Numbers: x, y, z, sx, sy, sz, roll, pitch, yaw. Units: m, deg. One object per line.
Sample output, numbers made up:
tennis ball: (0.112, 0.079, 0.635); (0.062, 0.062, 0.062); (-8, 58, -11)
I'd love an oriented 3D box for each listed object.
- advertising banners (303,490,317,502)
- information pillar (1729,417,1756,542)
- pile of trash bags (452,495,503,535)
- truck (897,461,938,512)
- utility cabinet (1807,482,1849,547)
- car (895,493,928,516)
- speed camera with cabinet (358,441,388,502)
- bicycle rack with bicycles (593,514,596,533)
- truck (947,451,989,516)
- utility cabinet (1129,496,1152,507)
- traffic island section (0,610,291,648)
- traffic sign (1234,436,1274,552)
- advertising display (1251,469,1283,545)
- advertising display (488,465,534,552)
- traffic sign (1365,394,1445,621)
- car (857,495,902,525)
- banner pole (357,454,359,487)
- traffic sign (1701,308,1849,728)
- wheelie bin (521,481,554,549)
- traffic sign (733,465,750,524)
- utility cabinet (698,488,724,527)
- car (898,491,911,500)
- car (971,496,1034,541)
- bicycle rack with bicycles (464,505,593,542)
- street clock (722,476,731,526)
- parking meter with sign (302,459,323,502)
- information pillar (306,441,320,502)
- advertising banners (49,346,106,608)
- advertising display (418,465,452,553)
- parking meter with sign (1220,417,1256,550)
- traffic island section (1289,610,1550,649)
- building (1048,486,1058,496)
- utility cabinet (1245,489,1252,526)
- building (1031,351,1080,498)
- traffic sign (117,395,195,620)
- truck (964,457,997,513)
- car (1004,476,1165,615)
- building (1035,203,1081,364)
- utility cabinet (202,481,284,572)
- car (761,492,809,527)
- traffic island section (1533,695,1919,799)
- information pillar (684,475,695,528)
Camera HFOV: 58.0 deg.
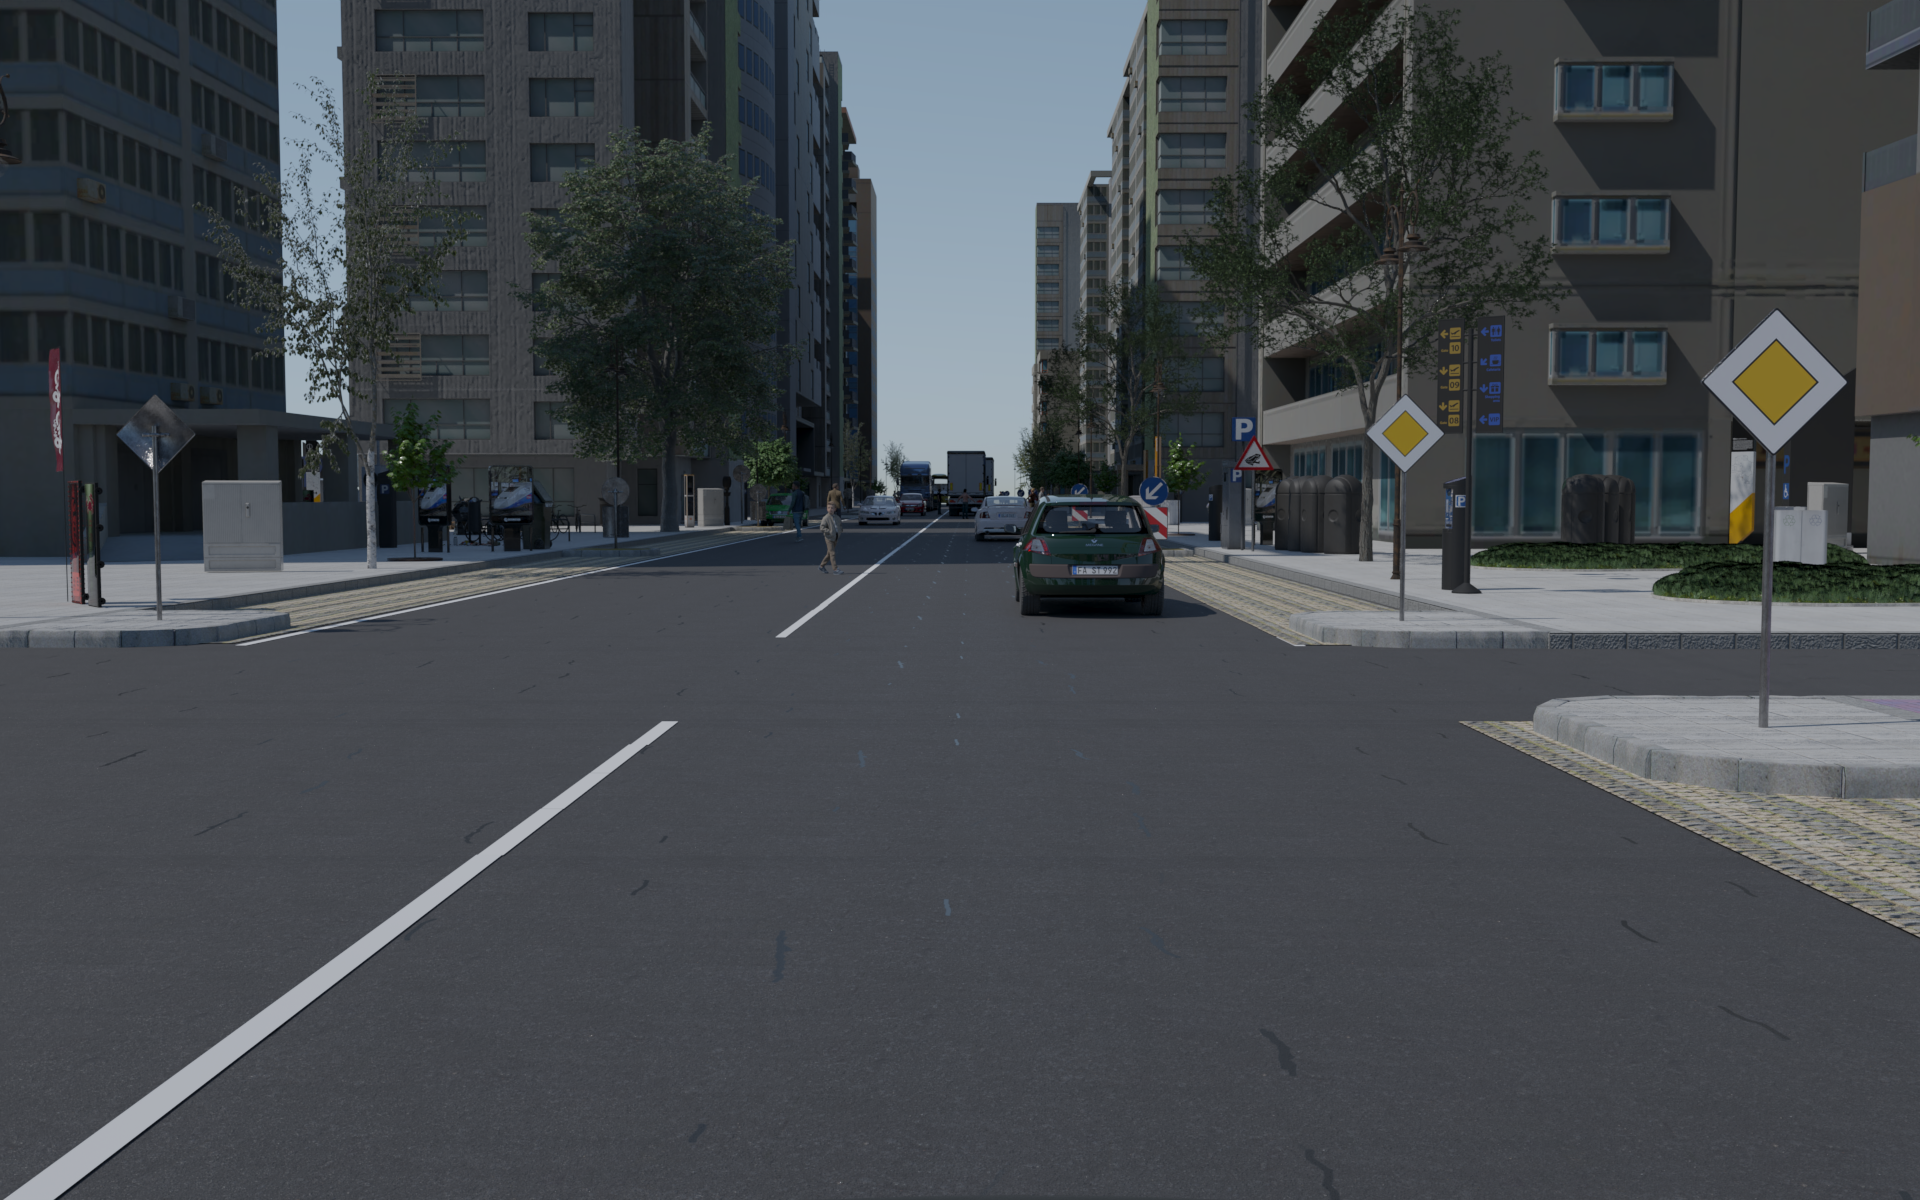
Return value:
advertising banners: (-20.940, -3.514, 53.648); (2.074, 3.025, 0.090); (0, 4, 5)
information pillar: (15.362, -2.608, 33.990); (0.183, 3.616, 0.504); (-2, 4, -32)
pile of trash bags: (-15.678, -2.759, 54.868); (3.447, 1.369, 1.912); (0, 4, 8)
truck: (-3.368, -9.623, 147.092); (2.967, 4.110, 18.799); (0, 4, 2)
utility cabinet: (16.455, -1.477, 32.836); (1.173, 1.500, 0.318); (-3, 5, -42)
car: (-3.193, -6.437, 114.293); (2.155, 1.783, 4.494); (0, 4, 1)
speed camera with cabinet: (-19.121, -3.699, 54.821); (2.038, 3.252, 0.660); (1, 4, 12)
bicycle rack with bicycles: (-13.306, -2.695, 57.441); (2.852, 0.926, 2.925); (-2, 4, -27)
truck: (0.510, -7.852, 117.296); (2.839, 4.237, 11.283); (0, 4, 1)
utility cabinet: (6.713, -3.230, 63.975); (1.020, 1.237, 0.306); (3, 5, 43)
traffic island section: (-8.155, 0.286, 17.601); (2.009, 0.180, 2.903); (0, 4, 0)
traffic sign: (6.530, -2.358, 38.560); (0.884, 2.594, 0.081); (0, 4, 1)
advertising display: (7.726, -2.348, 43.600); (0.974, 1.923, 0.123); (-2, 4, -34)
advertising display: (-10.023, -2.048, 38.705); (0.974, 1.923, 0.123); (-2, 4, -26)
traffic sign: (4.462, -0.844, 17.440); (0.795, 2.450, 0.064); (0, 4, 0)
car: (-3.760, -4.215, 81.275); (2.083, 1.381, 4.827); (0, 4, 0)
banner pole: (-26.371, -5.253, 75.905); (0.401, 3.779, 0.863); (-3, 5, -42)
traffic sign: (4.412, -0.355, 9.455); (0.795, 2.450, 0.064); (0, 4, 0)
wheelie bin: (-9.893, -1.982, 40.309); (0.693, 1.594, 0.980); (0, 4, 4)
traffic sign: (-9.475, -4.590, 75.160); (0.768, 2.556, 0.104); (0, 4, 1)
utility cabinet: (-9.732, -3.610, 67.695); (0.318, 1.500, 1.173); (2, 4, 34)
car: (-3.756, -7.439, 131.412); (2.009, 1.686, 4.222); (0, 4, -2)
car: (1.394, -2.544, 53.957); (2.083, 1.381, 4.827); (0, 3, 0)
bicycle rack with bicycles: (-12.031, -2.055, 46.977); (2.925, 0.926, 2.852); (-3, 5, -40)
street clock: (-9.459, -4.022, 70.334); (0.358, 2.002, 0.471); (1, 4, 11)
parking meter with sign: (-31.407, -5.440, 85.197); (1.738, 3.016, 0.543); (-1, 4, -20)
information pillar: (-24.319, -4.509, 65.081); (0.504, 3.616, 0.183); (-1, 4, -11)
advertising banners: (-10.300, -1.466, 20.158); (0.090, 3.025, 2.074); (-3, 5, -40)
advertising display: (-11.546, -2.010, 38.074); (0.974, 1.923, 0.123); (2, 4, 33)
parking meter with sign: (6.383, -2.686, 40.182); (0.543, 3.016, 1.738); (0, 4, -3)
traffic island section: (4.486, 0.291, 17.517); (2.009, 0.180, 2.903); (0, 4, 0)
building: (26.303, -30.863, 196.485); (32.217, 40.220, 23.993); (0, 4, 0)
utility cabinet: (11.284, -3.689, 68.986); (0.318, 1.500, 1.173); (3, 4, 37)
building: (23.572, -23.167, 223.821); (27.650, 21.520, 28.899); (0, 4, 0)
traffic sign: (-8.131, -0.850, 17.540); (0.795, 2.450, 0.064); (0, 4, 0)
truck: (1.440, -9.031, 136.565); (2.839, 4.237, 11.283); (0, 4, 2)
car: (1.566, -0.738, 21.854); (2.009, 1.686, 4.222); (0, 4, 1)
building: (17.524, -34.319, 244.710); (14.154, 41.232, 14.086); (0, 4, 0)
utility cabinet: (-11.749, -1.205, 28.385); (1.173, 1.500, 0.318); (-1, 4, -14)
car: (-7.597, -4.058, 75.137); (1.959, 1.807, 4.718); (0, 3, 0)
traffic island section: (4.436, 0.780, 9.532); (2.009, 0.180, 2.903); (0, 4, 0)
information pillar: (-10.325, -3.767, 66.083); (0.304, 2.012, 0.304); (-2, 4, -26)
